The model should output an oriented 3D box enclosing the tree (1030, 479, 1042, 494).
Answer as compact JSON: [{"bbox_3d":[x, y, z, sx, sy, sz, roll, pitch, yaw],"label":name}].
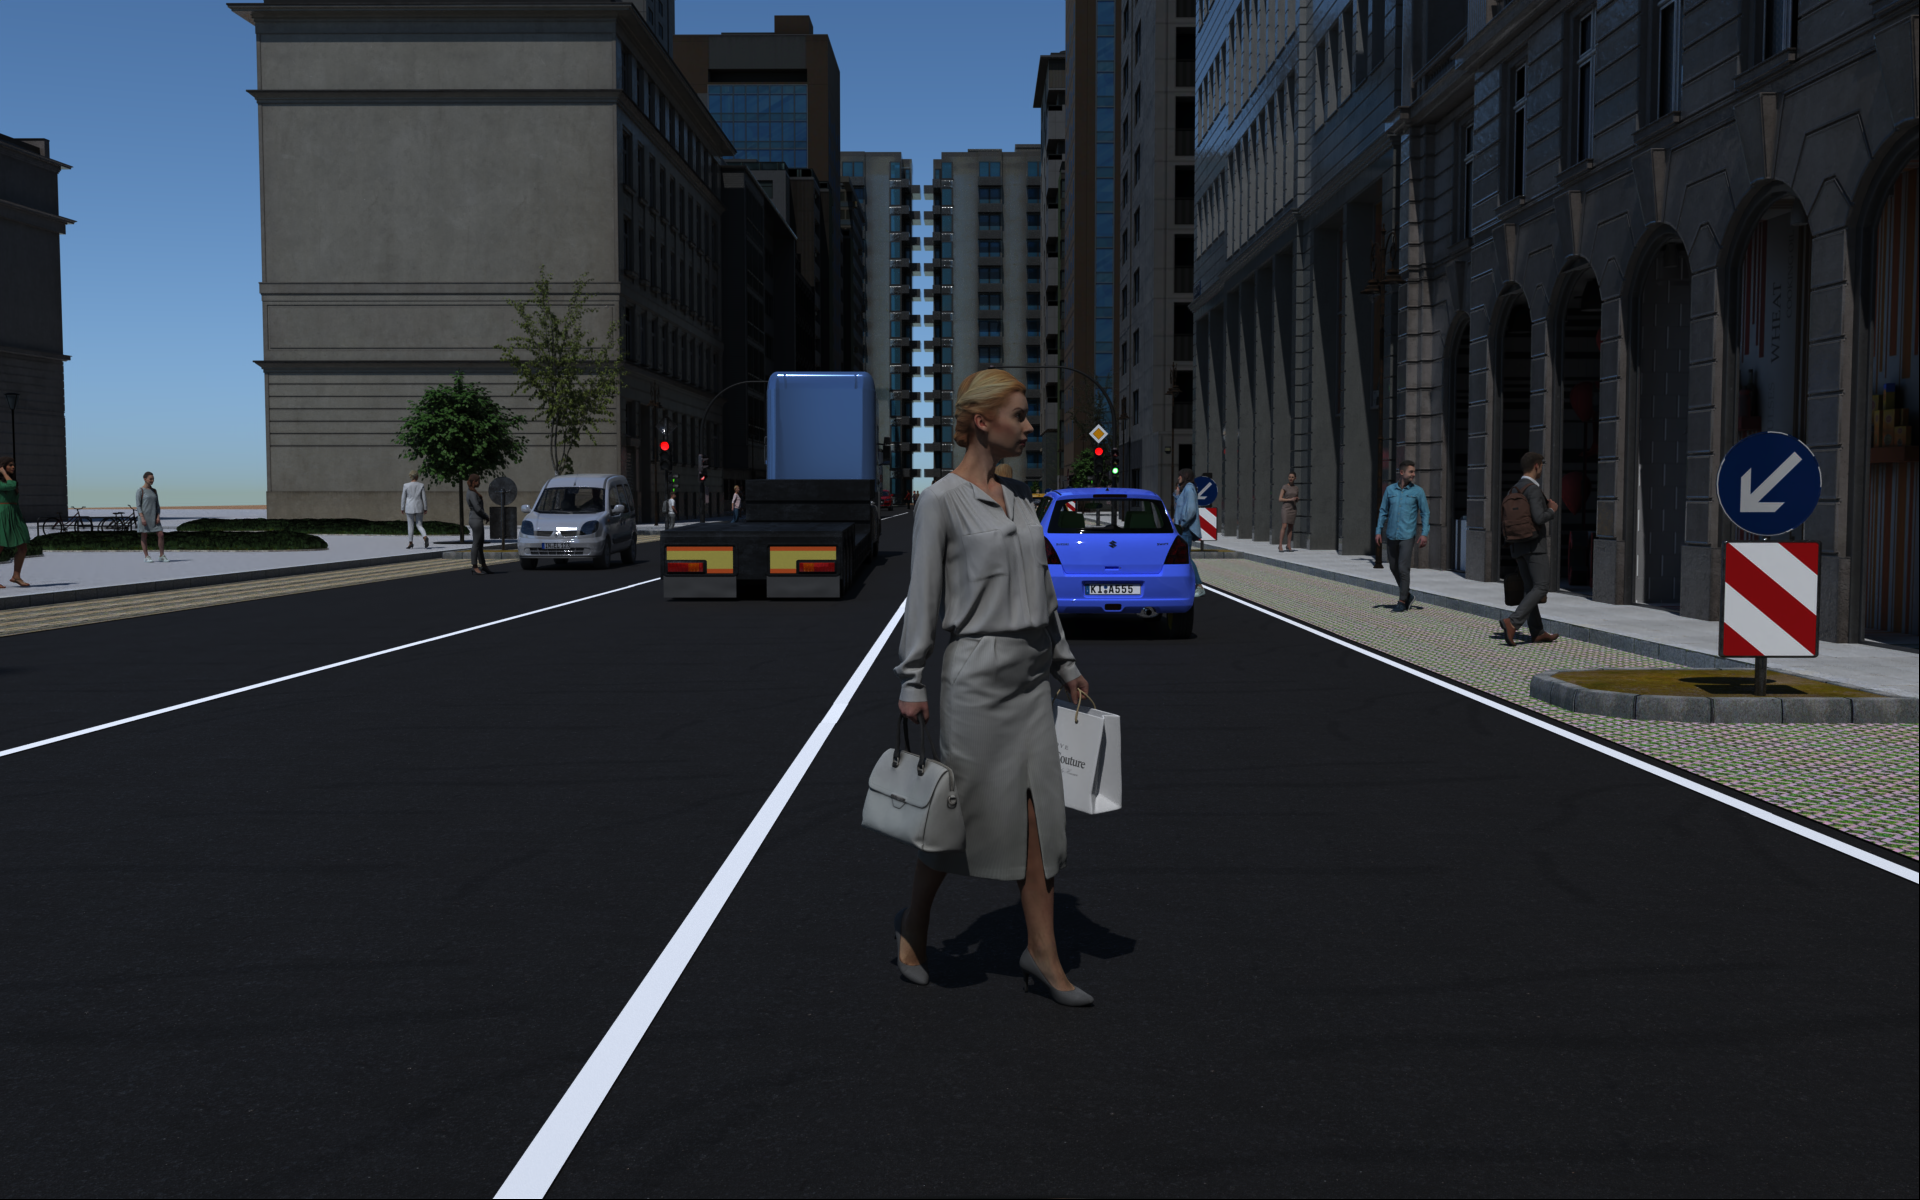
[{"bbox_3d":[9.791,-13.926,222.287,1.663,3.219,1.824,0,3,0],"label":"tree"}]

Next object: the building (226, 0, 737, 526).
[{"bbox_3d":[-20.877,-15.341,84.111,16.112,22.955,30.059,0,4,1],"label":"building"}]

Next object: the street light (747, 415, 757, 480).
[{"bbox_3d":[-12.169,-7.887,101.741,0.468,5.910,1.993,0,4,1],"label":"street light"}]

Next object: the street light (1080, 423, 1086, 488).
[{"bbox_3d":[7.988,-8.527,112.209,0.468,5.910,1.993,0,4,1],"label":"street light"}]

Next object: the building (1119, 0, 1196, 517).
[{"bbox_3d":[18.131,-38.980,75.575,20.611,71.187,20.563,0,4,1],"label":"building"}]

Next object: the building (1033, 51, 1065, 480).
[{"bbox_3d":[23.380,-37.653,204.873,28.713,52.752,27.495,0,4,1],"label":"building"}]

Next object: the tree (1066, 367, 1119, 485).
[{"bbox_3d":[8.228,-9.152,99.993,4.360,8.622,3.978,0,3,0],"label":"tree"}]

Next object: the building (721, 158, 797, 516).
[{"bbox_3d":[-19.294,-18.042,114.047,14.314,24.678,30.058,0,4,1],"label":"building"}]

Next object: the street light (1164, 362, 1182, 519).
[{"bbox_3d":[7.461,-5.378,60.719,0.468,5.910,1.993,0,4,1],"label":"street light"}]

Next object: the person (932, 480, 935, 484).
[{"bbox_3d":[-0.926,-3.179,59.845,0.474,1.900,0.648,-2,4,-26],"label":"person"}]

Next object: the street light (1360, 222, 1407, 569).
[{"bbox_3d":[7.232,-3.484,29.748,0.468,5.910,1.993,0,4,1],"label":"street light"}]

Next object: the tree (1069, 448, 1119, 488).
[{"bbox_3d":[8.366,-7.479,105.993,4.285,4.588,4.351,0,3,0],"label":"tree"}]

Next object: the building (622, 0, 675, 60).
[{"bbox_3d":[-45.965,-47.183,209.686,20.611,71.187,20.563,0,4,1],"label":"building"}]

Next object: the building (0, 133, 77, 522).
[{"bbox_3d":[-54.038,-14.326,76.030,24.055,21.916,13.314,0,4,1],"label":"building"}]

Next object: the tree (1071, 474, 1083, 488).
[{"bbox_3d":[8.618,-7.940,124.414,1.663,3.219,1.824,0,3,0],"label":"tree"}]

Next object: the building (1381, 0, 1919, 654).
[{"bbox_3d":[13.432,-10.801,18.389,13.314,21.916,24.055,0,4,1],"label":"building"}]

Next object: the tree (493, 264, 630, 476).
[{"bbox_3d":[-12.955,-6.497,56.595,4.737,8.622,4.395,0,3,0],"label":"tree"}]

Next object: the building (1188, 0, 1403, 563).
[{"bbox_3d":[13.478,-16.421,45.969,11.434,29.767,29.804,0,4,1],"label":"building"}]

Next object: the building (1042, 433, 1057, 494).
[{"bbox_3d":[20.090,-52.665,173.738,22.319,86.520,31.000,0,4,1],"label":"building"}]

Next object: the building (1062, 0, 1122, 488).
[{"bbox_3d":[15.230,-29.455,131.701,14.600,45.320,14.200,0,4,1],"label":"building"}]

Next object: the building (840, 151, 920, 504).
[{"bbox_3d":[-20.586,-37.936,239.865,30.456,49.044,23.786,0,4,1],"label":"building"}]

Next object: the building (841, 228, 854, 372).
[{"bbox_3d":[-18.589,-25.065,181.519,14.160,30.474,14.107,0,4,1],"label":"building"}]

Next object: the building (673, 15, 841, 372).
[{"bbox_3d":[-18.942,-31.610,166.942,14.600,45.320,14.200,0,4,1],"label":"building"}]

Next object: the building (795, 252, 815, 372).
[{"bbox_3d":[-18.334,-18.795,136.981,12.332,23.373,15.834,0,4,1],"label":"building"}]

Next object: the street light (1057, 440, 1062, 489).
[{"bbox_3d":[8.307,-10.468,143.943,0.468,5.910,1.993,0,4,1],"label":"street light"}]

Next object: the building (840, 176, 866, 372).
[{"bbox_3d":[-23.416,-31.343,204.340,23.993,40.220,32.217,0,4,1],"label":"building"}]

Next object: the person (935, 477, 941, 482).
[{"bbox_3d":[-0.442,-2.012,41.241,0.661,1.843,0.795,-2,4,-30],"label":"person"}]

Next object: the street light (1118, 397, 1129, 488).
[{"bbox_3d":[7.666,-6.633,81.238,0.468,5.910,1.993,0,4,1],"label":"street light"}]

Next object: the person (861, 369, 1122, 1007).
[{"bbox_3d":[0.085,0.238,4.965,0.694,1.780,0.624,-2,4,-31],"label":"person"}]

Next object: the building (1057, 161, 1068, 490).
[{"bbox_3d":[15.559,-23.319,152.964,14.160,30.474,14.107,0,4,1],"label":"building"}]

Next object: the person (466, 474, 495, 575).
[{"bbox_3d":[-8.487,-1.344,30.750,0.573,1.790,0.520,-3,4,-37],"label":"person"}]

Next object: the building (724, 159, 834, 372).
[{"bbox_3d":[-18.741,-23.337,153.265,14.160,30.474,14.107,0,4,1],"label":"building"}]

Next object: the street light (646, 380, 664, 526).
[{"bbox_3d":[-12.348,-5.962,70.258,0.468,5.910,1.993,0,4,1],"label":"street light"}]

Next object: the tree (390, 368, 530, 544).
[{"bbox_3d":[-13.025,-3.743,44.909,4.285,4.588,4.351,0,3,0],"label":"tree"}]

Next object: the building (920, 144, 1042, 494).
[{"bbox_3d":[10.377,-37.927,239.719,30.456,49.044,23.786,0,4,1],"label":"building"}]
